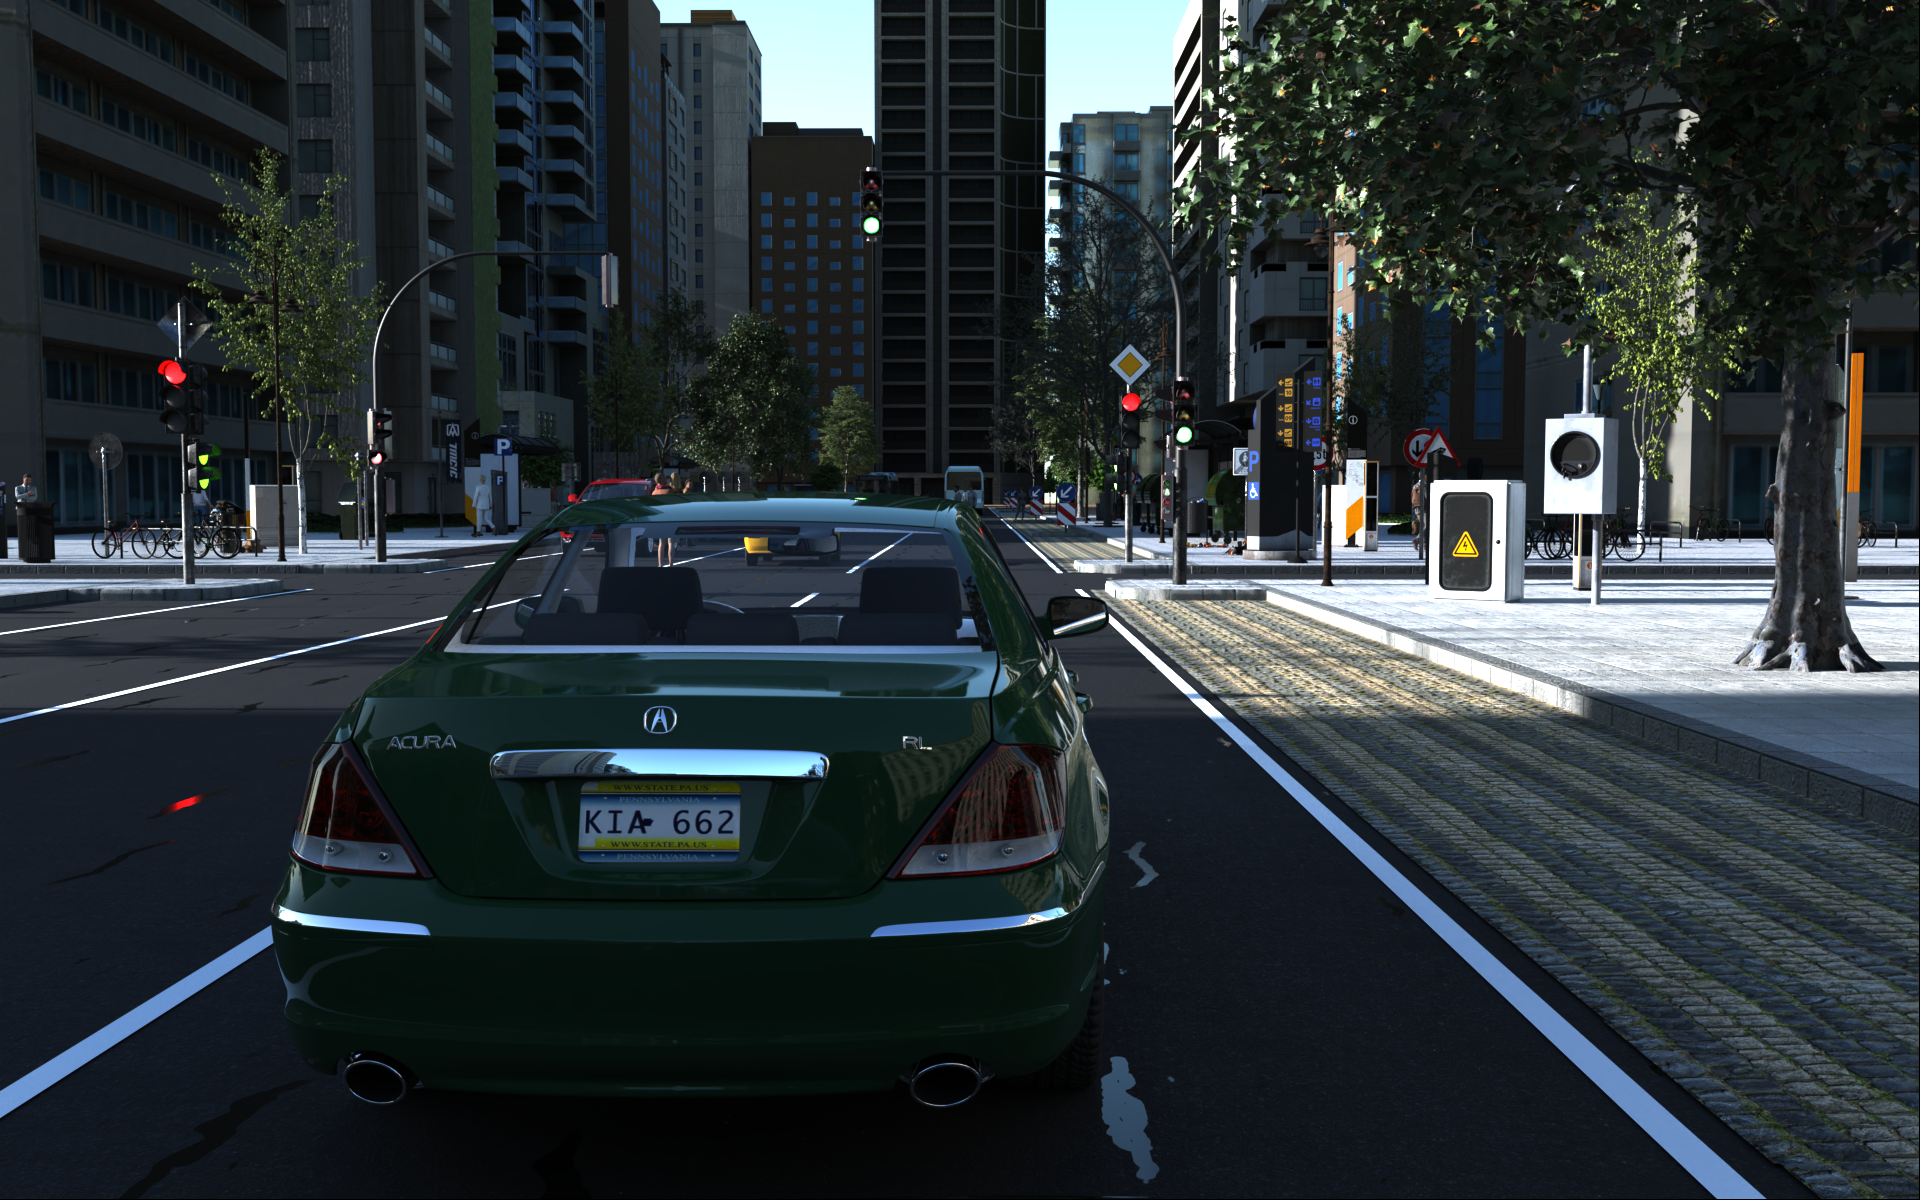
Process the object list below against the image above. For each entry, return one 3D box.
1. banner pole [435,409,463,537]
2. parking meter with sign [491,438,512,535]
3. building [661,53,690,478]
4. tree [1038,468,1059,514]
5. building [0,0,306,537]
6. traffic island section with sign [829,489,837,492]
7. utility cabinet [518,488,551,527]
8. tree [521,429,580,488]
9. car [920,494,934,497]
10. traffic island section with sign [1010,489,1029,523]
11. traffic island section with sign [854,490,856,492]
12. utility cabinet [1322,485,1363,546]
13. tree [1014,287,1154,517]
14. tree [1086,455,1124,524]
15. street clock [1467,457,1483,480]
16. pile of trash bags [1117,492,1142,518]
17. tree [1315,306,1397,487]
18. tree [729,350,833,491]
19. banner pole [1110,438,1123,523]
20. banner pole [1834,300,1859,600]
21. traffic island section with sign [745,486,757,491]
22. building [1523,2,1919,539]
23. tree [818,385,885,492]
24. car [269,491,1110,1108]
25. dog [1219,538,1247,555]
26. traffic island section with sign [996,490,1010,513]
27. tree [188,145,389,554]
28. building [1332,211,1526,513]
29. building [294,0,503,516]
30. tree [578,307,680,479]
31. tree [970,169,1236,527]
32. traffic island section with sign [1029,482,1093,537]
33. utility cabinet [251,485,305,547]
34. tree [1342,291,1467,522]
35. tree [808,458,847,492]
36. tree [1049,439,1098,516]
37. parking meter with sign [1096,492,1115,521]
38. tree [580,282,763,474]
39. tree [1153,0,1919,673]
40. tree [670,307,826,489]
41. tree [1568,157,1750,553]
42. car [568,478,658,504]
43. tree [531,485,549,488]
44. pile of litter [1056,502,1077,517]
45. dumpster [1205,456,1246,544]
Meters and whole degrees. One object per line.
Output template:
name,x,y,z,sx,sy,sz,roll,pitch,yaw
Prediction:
banner pole,-15.134,-3.744,51.233,0.863,3.779,0.401,0,4,-1
parking meter with sign,-14.502,-3.568,54.601,0.543,3.016,1.738,-1,4,-23
building,-33.228,-29.347,163.423,14.086,41.232,14.154,0,4,0
tree,6.725,-8.204,128.743,1.663,3.219,1.824,0,3,0
building,-37.942,-26.699,60.235,21.300,48.544,21.600,0,4,0
traffic island section with sign,-9.797,-7.696,134.451,1.989,1.847,2.006,0,4,0
utility cabinet,-16.168,-3.494,65.805,1.173,1.500,0.318,-2,4,-28
tree,-20.788,-6.315,86.961,4.285,4.588,4.351,0,3,0
car,-3.069,-9.152,159.414,2.009,1.686,4.222,0,4,0
traffic island section with sign,3.636,-4.713,85.682,1.989,1.847,2.006,0,4,0
traffic island section with sign,-9.584,-9.344,161.406,1.989,1.847,2.006,0,4,0
utility cabinet,9.474,-2.065,42.449,1.173,1.500,0.318,3,5,42
tree,6.720,-10.788,94.515,7.486,12.596,7.792,0,3,0
tree,6.147,-4.848,73.869,1.663,3.219,1.824,0,3,0
street clock,10.127,-1.807,34.111,0.358,2.002,0.471,2,4,27
pile of trash bags,8.896,-5.016,91.763,1.912,1.369,3.447,-1,4,-12
tree,15.208,-7.208,68.208,4.737,8.622,4.395,0,3,0
tree,-12.558,-11.905,120.400,9.928,11.665,9.643,0,3,0
banner pole,6.962,-5.365,77.732,0.863,3.779,0.401,-2,4,-27
banner pole,10.682,-1.913,21.296,0.401,3.779,0.863,-2,4,-26
traffic island section with sign,-10.200,-4.650,84.653,1.989,1.847,2.006,0,4,0
building,31.343,-26.586,58.388,21.600,48.544,21.300,0,4,0
tree,-11.487,-16.050,180.537,7.486,12.596,7.792,0,3,0
car,-0.540,0.378,5.614,2.131,1.459,4.920,0,4,1
dog,5.861,-1.143,36.421,0.748,0.427,0.550,3,4,37
traffic island section with sign,4.030,-7.688,134.330,1.989,1.847,2.006,0,4,0
tree,-14.071,-5.287,36.805,4.737,8.622,4.395,0,3,0
building,28.176,-26.974,91.139,14.600,45.320,14.200,0,4,0
building,-31.850,-24.624,86.204,14.154,41.232,14.086,0,4,0
tree,-12.776,-7.180,67.750,4.737,8.622,4.395,0,3,0
tree,5.595,-9.558,66.643,12.009,13.543,11.850,0,3,0
traffic island section with sign,3.409,-3.016,57.945,1.989,1.847,2.006,0,4,0
utility cabinet,-16.317,-2.007,41.490,1.173,1.500,0.318,-3,5,-41
tree,15.513,-6.698,59.867,4.360,8.622,3.978,0,3,0
tree,-12.779,-11.402,170.138,4.285,4.588,4.351,0,3,0
tree,6.928,-7.284,102.810,4.285,4.588,4.351,0,3,0
parking meter with sign,7.074,-5.335,83.482,0.543,3.016,1.738,-1,4,-21
tree,-13.106,-8.670,76.173,7.601,10.594,8.767,2,4,34
tree,6.186,-5.842,12.528,9.611,12.733,9.660,0,3,0
tree,-12.736,-11.565,106.095,9.611,12.733,9.660,0,3,0
tree,14.994,-5.313,37.226,4.737,8.622,4.395,0,3,0
car,-8.073,-2.004,41.446,2.281,1.827,5.304,0,4,1
tree,-21.879,-5.977,92.333,1.663,3.219,1.824,0,3,0
pile of litter,6.269,-5.159,98.318,1.719,0.858,1.176,0,4,-3
dumpster,7.246,-2.597,44.950,1.502,2.255,1.985,0,4,0
